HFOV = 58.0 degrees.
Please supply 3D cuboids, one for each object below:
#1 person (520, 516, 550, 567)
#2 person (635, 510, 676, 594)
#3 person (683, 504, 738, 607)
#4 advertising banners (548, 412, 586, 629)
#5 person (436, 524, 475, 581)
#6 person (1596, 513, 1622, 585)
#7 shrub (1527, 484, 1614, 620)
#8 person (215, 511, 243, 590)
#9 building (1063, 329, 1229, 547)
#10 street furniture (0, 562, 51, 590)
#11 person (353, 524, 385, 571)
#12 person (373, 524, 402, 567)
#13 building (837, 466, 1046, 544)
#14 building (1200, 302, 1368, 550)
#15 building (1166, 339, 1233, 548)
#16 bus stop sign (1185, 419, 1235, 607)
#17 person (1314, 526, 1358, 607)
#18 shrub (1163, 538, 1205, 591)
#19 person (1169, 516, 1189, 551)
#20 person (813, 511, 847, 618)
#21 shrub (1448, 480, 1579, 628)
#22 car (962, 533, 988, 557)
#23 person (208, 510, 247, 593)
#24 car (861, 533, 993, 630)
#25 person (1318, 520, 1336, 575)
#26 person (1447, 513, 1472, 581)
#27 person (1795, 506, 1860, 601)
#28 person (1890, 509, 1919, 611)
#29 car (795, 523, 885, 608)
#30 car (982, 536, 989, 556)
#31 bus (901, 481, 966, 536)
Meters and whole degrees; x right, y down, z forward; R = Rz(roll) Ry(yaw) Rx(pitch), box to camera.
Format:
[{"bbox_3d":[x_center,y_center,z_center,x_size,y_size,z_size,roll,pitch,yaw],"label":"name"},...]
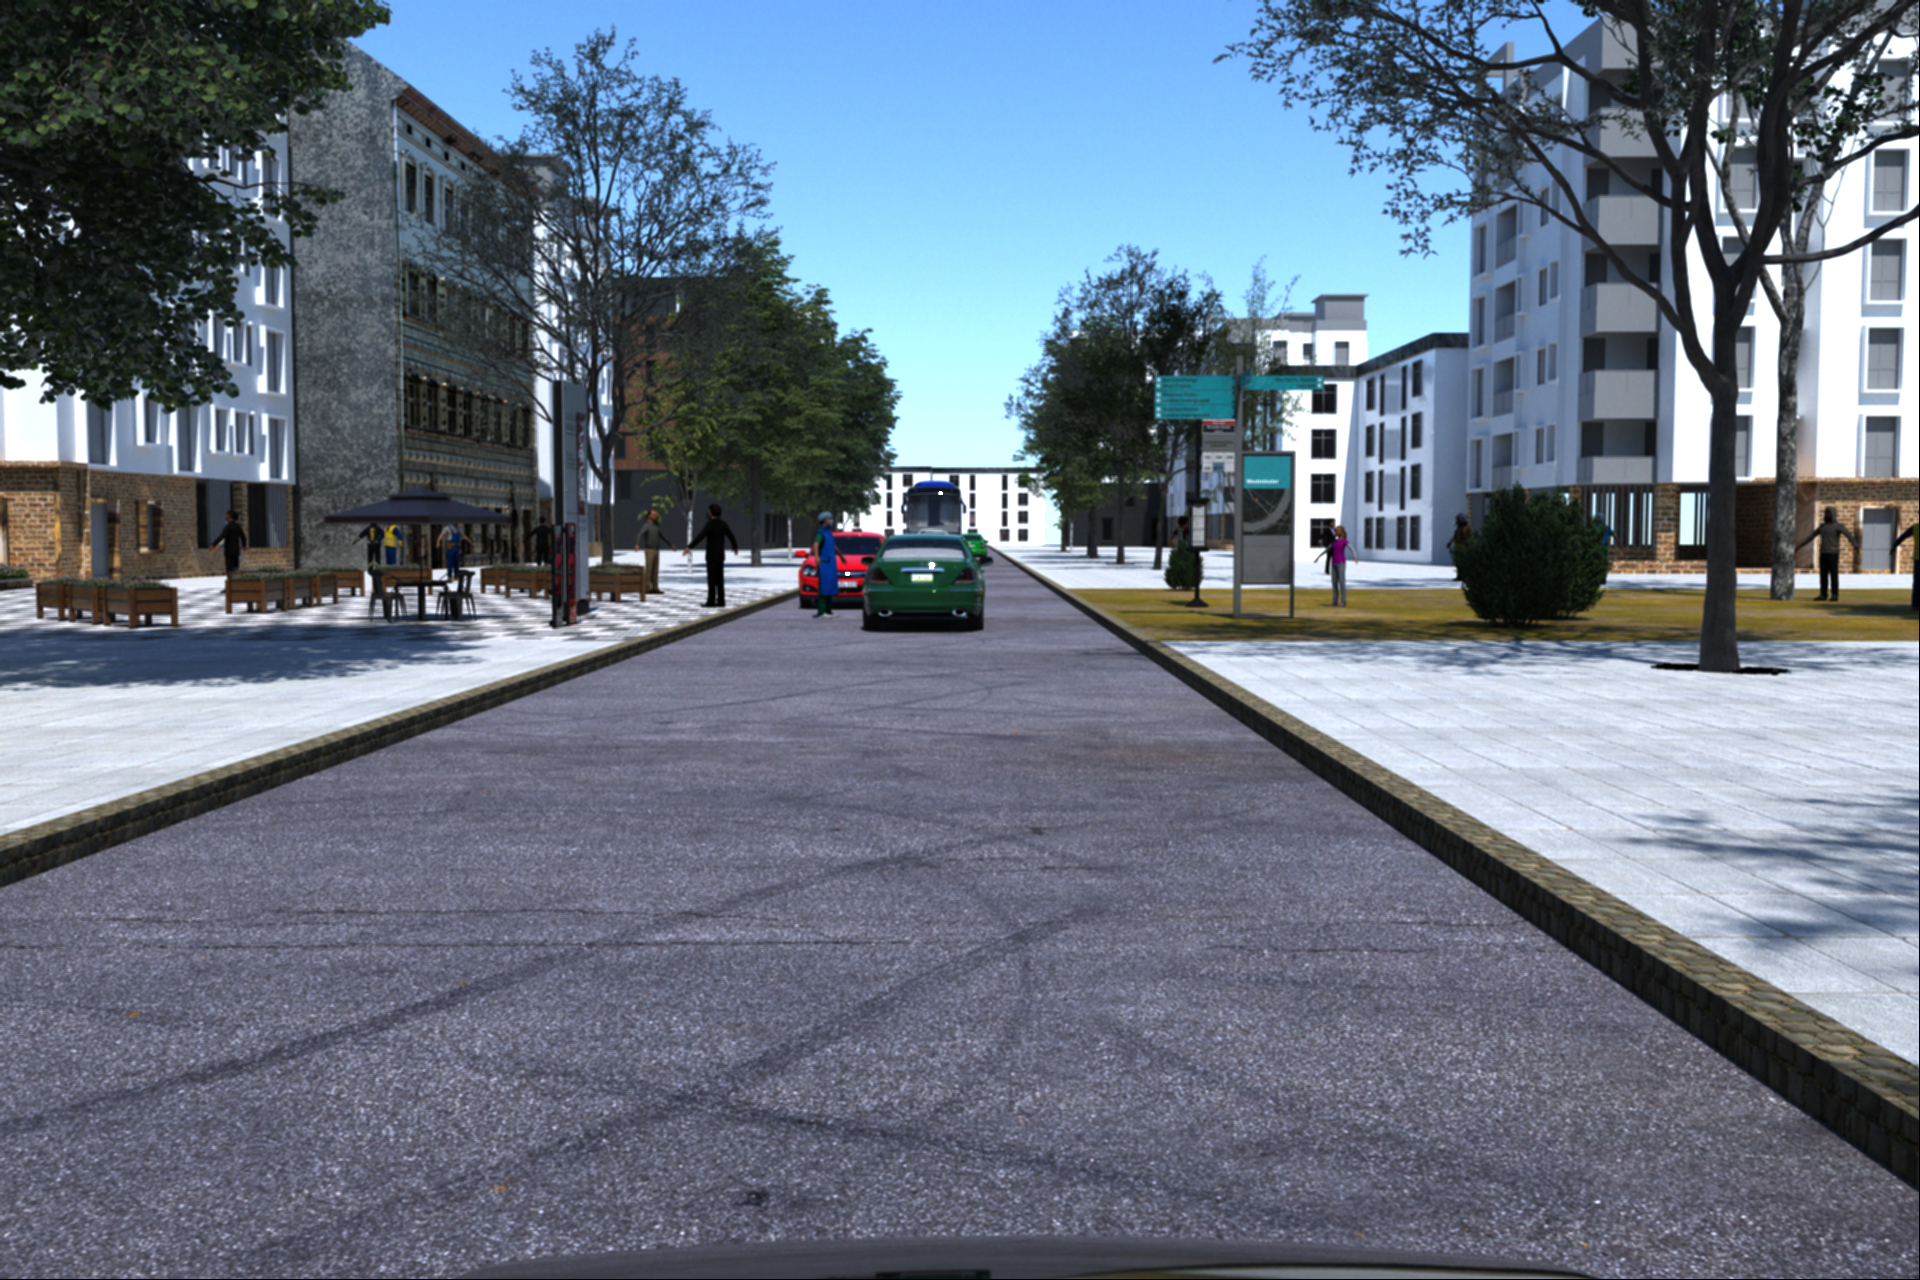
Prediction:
[{"bbox_3d":[-13.156,-2.975,54.570,1.347,1.837,0.705,-1,4,-15],"label":"person"},{"bbox_3d":[-6.553,-1.878,36.979,0.705,1.796,1.348,2,4,28],"label":"person"},{"bbox_3d":[-4.321,-1.481,30.401,0.705,1.806,1.347,2,4,35],"label":"person"},{"bbox_3d":[-5.492,-1.723,24.357,0.090,3.025,2.074,0,4,1],"label":"advertising banners"},{"bbox_3d":[-13.889,-2.549,47.535,0.705,1.847,1.347,2,4,31],"label":"person"},{"bbox_3d":[16.178,-2.308,43.867,1.347,1.817,0.704,-1,4,-9],"label":"person"},{"bbox_3d":[8.907,-1.319,25.993,1.690,2.028,1.600,0,3,0],"label":"shrub"},{"bbox_3d":[-16.729,-2.057,39.813,0.705,1.806,1.347,0,4,0],"label":"person"},{"bbox_3d":[25.057,-21.116,189.216,27.936,21.610,32.646,0,4,0],"label":"building"},{"bbox_3d":[-24.408,-1.890,37.759,11.010,1.723,9.812,-1,4,-12],"label":"street furniture"},{"bbox_3d":[-18.781,-3.042,55.514,1.354,1.856,0.705,0,4,-8],"label":"person"},{"bbox_3d":[-16.931,-2.780,51.415,1.349,1.833,0.705,3,4,37],"label":"person"},{"bbox_3d":[-3.352,-16.575,215.607,28.070,9.664,9.099,0,4,4],"label":"building"},{"bbox_3d":[25.878,-17.867,148.545,16.016,20.090,11.380,0,4,1],"label":"building"},{"bbox_3d":[24.948,-18.854,164.686,16.016,20.090,11.380,0,4,1],"label":"building"},{"bbox_3d":[4.403,-2.554,30.458,0.855,3.939,0.416,0,4,0],"label":"bus stop sign"},{"bbox_3d":[6.637,-1.300,30.525,0.599,1.433,0.991,-2,4,-35],"label":"person"},{"bbox_3d":[5.064,-1.715,39.159,1.383,1.207,1.383,0,3,0],"label":"shrub"},{"bbox_3d":[6.771,-2.829,52.394,0.704,1.843,1.345,-3,5,-40],"label":"person"},{"bbox_3d":[-2.261,-1.284,29.575,0.704,1.817,1.347,1,4,16],"label":"person"},{"bbox_3d":[7.621,-1.188,23.840,1.690,2.028,1.600,0,3,0],"label":"shrub"},{"bbox_3d":[0.516,-5.119,92.493,1.959,1.807,4.718,0,4,1],"label":"car"},{"bbox_3d":[-15.991,-1.942,37.972,0.704,1.802,1.346,1,4,9],"label":"person"},{"bbox_3d":[-0.534,-0.948,27.305,2.131,1.459,4.920,0,4,0],"label":"car"},{"bbox_3d":[11.784,-2.936,54.717,1.216,1.740,0.721,-2,4,-28],"label":"person"},{"bbox_3d":[13.634,-2.534,47.197,0.705,1.858,1.354,0,4,-7],"label":"person"},{"bbox_3d":[16.655,-1.656,33.211,0.705,1.813,1.348,-2,4,-29],"label":"person"},{"bbox_3d":[16.208,-1.381,29.038,0.721,1.772,1.216,-3,4,-38],"label":"person"},{"bbox_3d":[-2.204,-1.580,34.879,2.155,1.783,4.494,0,4,0],"label":"car"},{"bbox_3d":[0.920,-6.180,113.630,1.945,1.354,3.894,0,4,0],"label":"car"},{"bbox_3d":[-1.191,-5.606,83.202,2.896,3.916,12.251,0,4,0],"label":"bus"}]
